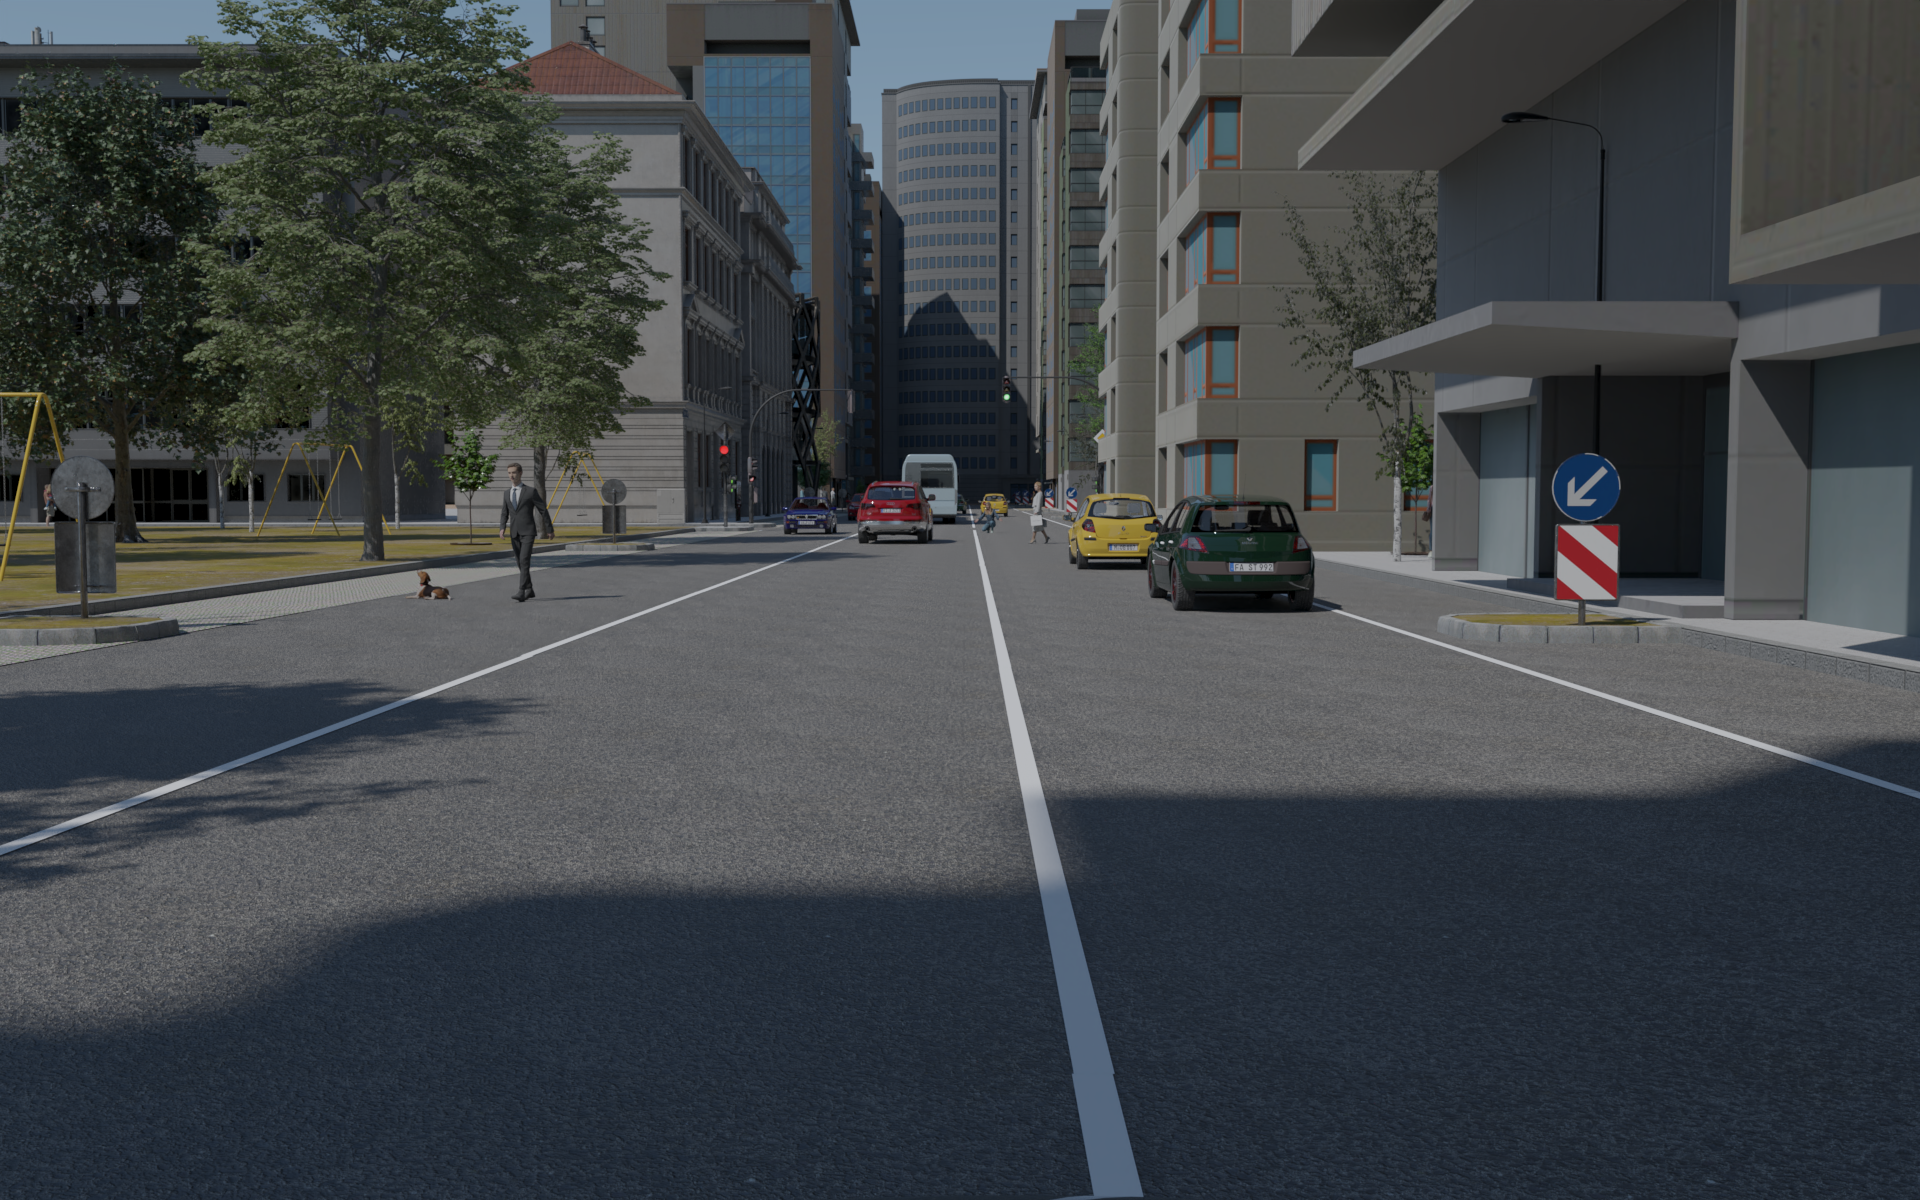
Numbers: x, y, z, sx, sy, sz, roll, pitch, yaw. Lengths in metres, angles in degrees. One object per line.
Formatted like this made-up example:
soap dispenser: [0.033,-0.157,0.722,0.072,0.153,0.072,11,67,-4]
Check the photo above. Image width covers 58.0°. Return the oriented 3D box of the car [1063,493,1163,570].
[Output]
car: [3.071,-1.473,34.315,2.015,1.641,3.980,0,4,0]

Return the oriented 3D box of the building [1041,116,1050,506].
building: [15.861,-31.003,190.498,14.154,41.232,14.086,0,4,0]

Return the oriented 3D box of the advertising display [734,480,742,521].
advertising display: [-10.511,-4.698,82.031,0.123,1.923,0.974,0,4,6]

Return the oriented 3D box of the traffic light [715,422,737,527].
traffic light: [-9.058,-4.776,67.005,0.839,4.253,0.868,0,4,0]

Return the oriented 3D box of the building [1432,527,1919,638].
building: [18.935,-26.050,15.162,28.713,52.752,27.495,0,4,0]

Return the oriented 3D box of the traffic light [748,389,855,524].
traffic light: [-6.935,-6.138,75.017,4.771,5.953,1.251,0,4,0]

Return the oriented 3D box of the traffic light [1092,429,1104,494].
traffic light: [6.134,-5.262,74.947,0.839,4.253,0.868,0,4,0]

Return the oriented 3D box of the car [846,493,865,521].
car: [-5.153,-5.249,94.854,2.155,1.783,4.494,0,4,1]

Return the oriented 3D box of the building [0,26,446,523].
building: [-41.560,-16.077,81.921,30.058,24.678,14.314,0,4,0]

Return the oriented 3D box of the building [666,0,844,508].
building: [-17.828,-30.987,156.745,14.600,45.320,14.200,0,4,0]

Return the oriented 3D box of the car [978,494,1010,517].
car: [2.183,-6.122,110.322,2.015,1.641,3.980,0,4,0]

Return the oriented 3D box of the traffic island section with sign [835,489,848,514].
traffic island section with sign: [-8.550,-7.220,126.682,1.989,1.847,2.006,0,4,0]

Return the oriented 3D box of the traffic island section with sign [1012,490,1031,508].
traffic island section with sign: [6.581,-10.287,176.815,1.989,1.847,2.006,0,4,0]

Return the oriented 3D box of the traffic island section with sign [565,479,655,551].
traffic island section with sign: [-8.859,-2.172,44.137,1.989,1.847,2.006,0,4,0]

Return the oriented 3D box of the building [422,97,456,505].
building: [-66.567,-36.138,214.554,21.600,48.544,21.300,0,4,0]

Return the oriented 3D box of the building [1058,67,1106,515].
building: [14.237,-21.355,120.850,14.160,30.474,14.107,0,4,0]

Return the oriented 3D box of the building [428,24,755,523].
building: [-17.089,-15.226,85.098,11.583,22.565,21.152,0,4,0]

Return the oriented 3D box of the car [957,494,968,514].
car: [-0.459,-6.973,125.805,2.131,1.459,4.920,0,4,2]

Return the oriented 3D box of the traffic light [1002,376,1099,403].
traffic light: [4.011,-5.637,66.829,4.771,5.953,1.251,0,4,0]

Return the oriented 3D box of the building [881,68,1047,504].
building: [3.322,-42.885,243.168,28.212,58.520,21.231,0,4,0]

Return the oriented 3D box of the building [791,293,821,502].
building: [-18.863,-15.953,128.287,16.820,18.784,16.811,0,4,0]

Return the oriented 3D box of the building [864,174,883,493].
building: [-17.941,-36.141,241.022,14.200,45.320,14.600,0,4,0]

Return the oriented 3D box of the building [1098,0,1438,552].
building: [19.132,-12.673,52.244,27.650,21.520,28.899,0,4,0]

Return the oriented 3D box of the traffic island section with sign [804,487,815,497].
traffic island section with sign: [-8.645,-5.572,99.727,1.989,1.847,2.006,0,4,0]

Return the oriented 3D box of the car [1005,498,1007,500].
car: [3.532,-9.607,167.303,2.015,1.641,3.980,0,4,2]

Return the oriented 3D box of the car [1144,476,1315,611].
car: [3.469,-0.788,22.663,2.009,1.686,4.222,0,3,0]

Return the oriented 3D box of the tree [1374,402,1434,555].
tree: [9.640,-2.559,36.442,1.663,3.219,1.824,0,3,0]

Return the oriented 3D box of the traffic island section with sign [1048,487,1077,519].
traffic island section with sign: [6.281,-5.577,99.815,1.989,1.847,2.006,0,4,0]

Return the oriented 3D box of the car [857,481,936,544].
car: [-1.889,-2.626,51.609,2.281,1.827,5.304,0,4,2]

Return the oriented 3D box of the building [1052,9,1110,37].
building: [15.356,-31.313,162.085,14.600,45.320,14.200,0,4,0]

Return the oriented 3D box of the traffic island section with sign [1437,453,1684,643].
traffic island section with sign: [5.965,-0.547,17.564,1.989,1.847,2.006,0,4,0]

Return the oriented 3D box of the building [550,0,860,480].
building: [-25.184,-35.970,177.355,28.713,52.752,27.495,0,4,0]

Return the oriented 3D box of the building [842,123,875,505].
building: [-25.984,-36.282,212.825,30.456,49.044,23.786,0,4,0]

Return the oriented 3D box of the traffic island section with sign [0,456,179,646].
traffic island section with sign: [-8.967,-0.523,17.182,1.989,1.847,2.006,0,4,0]

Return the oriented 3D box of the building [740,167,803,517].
building: [-17.501,-16.267,107.761,13.314,21.916,24.055,0,4,0]

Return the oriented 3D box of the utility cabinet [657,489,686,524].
utility cabinet: [-12.357,-4.000,74.085,1.173,1.500,0.318,0,4,-1]

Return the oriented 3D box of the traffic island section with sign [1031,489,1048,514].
traffic island section with sign: [6.385,-7.226,126.770,1.989,1.847,2.006,0,4,0]

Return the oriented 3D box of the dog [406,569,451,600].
dog: [-7.235,-0.208,23.599,0.550,0.427,0.748,-2,4,-26]

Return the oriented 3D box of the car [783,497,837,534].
car: [-5.396,-3.063,62.652,1.945,1.354,3.894,0,4,0]

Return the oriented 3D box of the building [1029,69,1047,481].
building: [23.245,-38.061,211.528,28.713,52.752,27.495,0,4,0]
